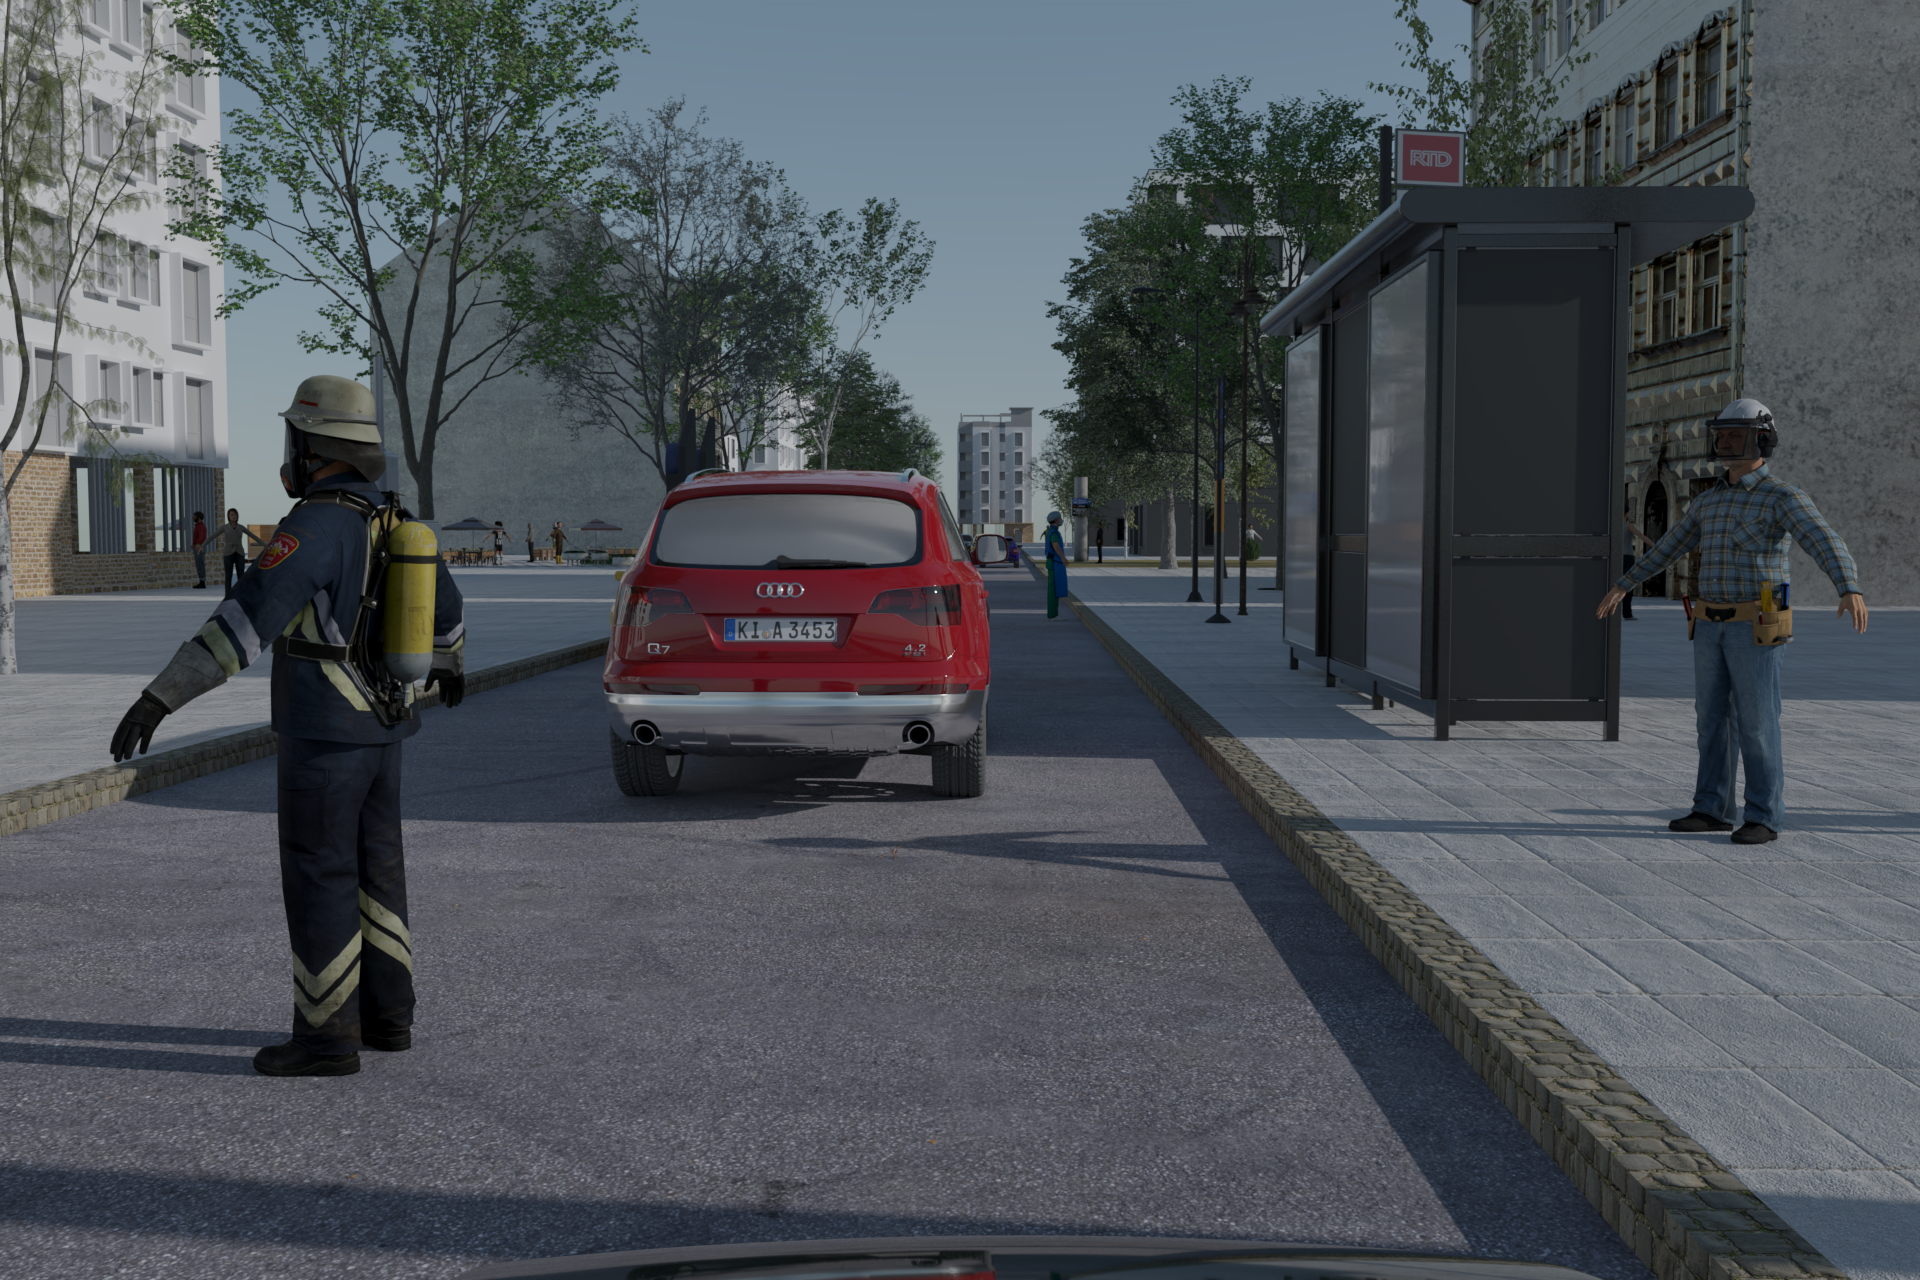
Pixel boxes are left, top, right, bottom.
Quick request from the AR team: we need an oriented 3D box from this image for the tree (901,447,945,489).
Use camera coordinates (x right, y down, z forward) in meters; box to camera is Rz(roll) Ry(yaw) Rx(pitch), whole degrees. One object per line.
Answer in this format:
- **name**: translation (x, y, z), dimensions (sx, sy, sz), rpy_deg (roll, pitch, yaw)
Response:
- **tree**: translation (-5.326, -15.010, 171.171), dimensions (9.928, 11.665, 9.643), rpy_deg (0, 3, 0)

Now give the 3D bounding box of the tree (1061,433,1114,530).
- **tree**: translation (8.486, -9.980, 113.537), dimensions (4.737, 8.622, 4.395), rpy_deg (0, 3, 0)

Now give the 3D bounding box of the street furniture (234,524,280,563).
- **street furniture**: translation (-28.574, -4.455, 79.701), dimensions (9.812, 1.723, 11.010), rpy_deg (0, 4, 1)

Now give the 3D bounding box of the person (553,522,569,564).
- **person**: translation (-17.248, -4.190, 74.637), dimensions (0.704, 1.812, 1.346), rpy_deg (1, 4, 14)

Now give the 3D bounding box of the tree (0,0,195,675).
- **tree**: translation (-8.768, -4.005, 15.837), dimensions (4.360, 8.622, 3.978), rpy_deg (0, 3, 0)

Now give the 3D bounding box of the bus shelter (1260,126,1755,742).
- **bus shelter**: translation (3.875, -2.274, 14.808), dimensions (2.179, 5.291, 8.768), rpy_deg (0, 4, 2)

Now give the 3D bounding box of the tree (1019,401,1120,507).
- **tree**: translation (10.566, -14.989, 155.434), dimensions (12.009, 13.543, 11.850), rpy_deg (0, 3, 0)

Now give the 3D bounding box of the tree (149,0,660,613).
- **tree**: translation (-8.708, -6.233, 27.666), dimensions (9.928, 11.665, 9.643), rpy_deg (0, 3, 0)

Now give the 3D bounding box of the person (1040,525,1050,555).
- **person**: translation (5.365, -6.085, 105.454), dimensions (1.349, 1.833, 0.705), rpy_deg (-2, 4, -35)

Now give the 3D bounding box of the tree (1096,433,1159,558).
- **tree**: translation (9.019, -8.632, 91.500), dimensions (4.737, 8.622, 4.395), rpy_deg (0, 3, 0)

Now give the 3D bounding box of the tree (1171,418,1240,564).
- **tree**: translation (9.796, -7.541, 73.661), dimensions (4.360, 8.622, 3.978), rpy_deg (0, 3, 0)

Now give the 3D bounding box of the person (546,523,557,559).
- **person**: translation (-20.828, -5.100, 89.145), dimensions (0.705, 1.858, 1.354), rpy_deg (2, 4, 23)

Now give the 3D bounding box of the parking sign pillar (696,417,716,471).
- **parking sign pillar**: translation (-5.851, -3.108, 39.284), dimensions (1.447, 3.967, 1.447), rpy_deg (0, 4, 2)

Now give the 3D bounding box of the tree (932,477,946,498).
- **tree**: translation (-5.560, -19.851, 258.975), dimensions (7.601, 10.594, 8.767), rpy_deg (1, 4, 10)

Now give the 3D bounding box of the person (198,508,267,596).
- **person**: translation (-12.722, -1.445, 30.387), dimensions (1.215, 1.744, 0.721), rpy_deg (-2, 4, -32)

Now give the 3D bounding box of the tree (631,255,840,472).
- **tree**: translation (-8.186, -8.406, 63.194), dimensions (9.928, 11.665, 9.643), rpy_deg (0, 3, 0)

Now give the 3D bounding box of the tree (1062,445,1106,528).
- **tree**: translation (9.947, -11.364, 136.168), dimensions (4.737, 8.622, 4.395), rpy_deg (0, 3, 0)

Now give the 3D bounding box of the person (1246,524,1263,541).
- **person**: translation (15.434, -5.249, 92.001), dimensions (1.347, 1.806, 0.705), rpy_deg (-1, 4, -17)

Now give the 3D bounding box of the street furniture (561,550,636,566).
- **street furniture**: translation (-11.231, -3.358, 70.524), dimensions (10.072, 0.657, 5.734), rpy_deg (1, 4, 17)

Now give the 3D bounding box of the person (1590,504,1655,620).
- **person**: translation (9.937, -1.165, 25.854), dimensions (0.721, 1.737, 1.217), rpy_deg (-3, 4, -36)

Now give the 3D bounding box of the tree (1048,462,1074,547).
- **tree**: translation (10.279, -13.349, 168.624), dimensions (4.737, 8.622, 4.395), rpy_deg (0, 3, 0)

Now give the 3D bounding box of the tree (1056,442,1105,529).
- **tree**: translation (9.115, -10.884, 128.316), dimensions (4.360, 8.622, 3.978), rpy_deg (0, 3, 0)

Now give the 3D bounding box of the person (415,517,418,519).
- **person**: translation (-16.887, -2.911, 53.738), dimensions (1.347, 1.811, 0.704), rpy_deg (3, 5, 43)

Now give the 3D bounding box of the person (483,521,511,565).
- **person**: translation (-19.182, -4.022, 71.909), dimensions (0.704, 1.843, 1.345), rpy_deg (3, 5, 42)

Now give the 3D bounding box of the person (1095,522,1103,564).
- **person**: translation (6.052, -4.230, 75.383), dimensions (0.704, 1.802, 1.346), rpy_deg (0, 4, -1)

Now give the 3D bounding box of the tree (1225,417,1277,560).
- **tree**: translation (13.741, -8.182, 84.145), dimensions (4.737, 8.622, 4.395), rpy_deg (0, 3, 0)

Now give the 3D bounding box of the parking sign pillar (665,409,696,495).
- **parking sign pillar**: translation (-5.890, -2.947, 36.652), dimensions (1.447, 3.967, 1.447), rpy_deg (0, 4, 1)

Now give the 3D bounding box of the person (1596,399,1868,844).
- **person**: translation (3.274, -0.091, 7.321), dimensions (0.704, 1.849, 1.345), rpy_deg (-2, 4, -25)

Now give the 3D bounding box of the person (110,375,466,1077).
- **person**: translation (-1.700, 0.216, 4.698), dimensions (0.705, 1.856, 1.354), rpy_deg (1, 4, 18)

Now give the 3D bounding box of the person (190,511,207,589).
- **person**: translation (-17.891, -2.114, 40.679), dimensions (0.704, 1.816, 1.345), rpy_deg (-2, 4, -28)

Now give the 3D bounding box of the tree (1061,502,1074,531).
- **tree**: translation (17.229, -19.053, 261.871), dimensions (4.737, 8.622, 4.395), rpy_deg (0, 3, 0)

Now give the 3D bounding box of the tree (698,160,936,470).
- **tree**: translation (-8.483, -14.305, 89.768), dimensions (12.611, 20.169, 13.585), rpy_deg (0, 3, 0)

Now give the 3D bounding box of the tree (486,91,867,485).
- **tree**: translation (-8.245, -8.481, 49.033), dimensions (12.009, 13.543, 11.850), rpy_deg (0, 3, 0)

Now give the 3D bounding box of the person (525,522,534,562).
- **person**: translation (-19.591, -4.453, 78.938), dimensions (0.705, 1.813, 1.348), rpy_deg (0, 4, -4)

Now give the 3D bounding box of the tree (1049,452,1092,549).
- **tree**: translation (9.612, -12.029, 147.036), dimensions (4.360, 8.622, 3.978), rpy_deg (0, 3, 0)

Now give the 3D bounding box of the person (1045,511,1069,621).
- **person**: translation (1.603, -1.233, 28.744), dimensions (0.704, 1.817, 1.347), rpy_deg (0, 4, -4)

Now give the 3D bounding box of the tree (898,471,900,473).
- **tree**: translation (-4.945, -12.990, 162.749), dimensions (4.360, 8.622, 3.978), rpy_deg (0, 3, 0)
